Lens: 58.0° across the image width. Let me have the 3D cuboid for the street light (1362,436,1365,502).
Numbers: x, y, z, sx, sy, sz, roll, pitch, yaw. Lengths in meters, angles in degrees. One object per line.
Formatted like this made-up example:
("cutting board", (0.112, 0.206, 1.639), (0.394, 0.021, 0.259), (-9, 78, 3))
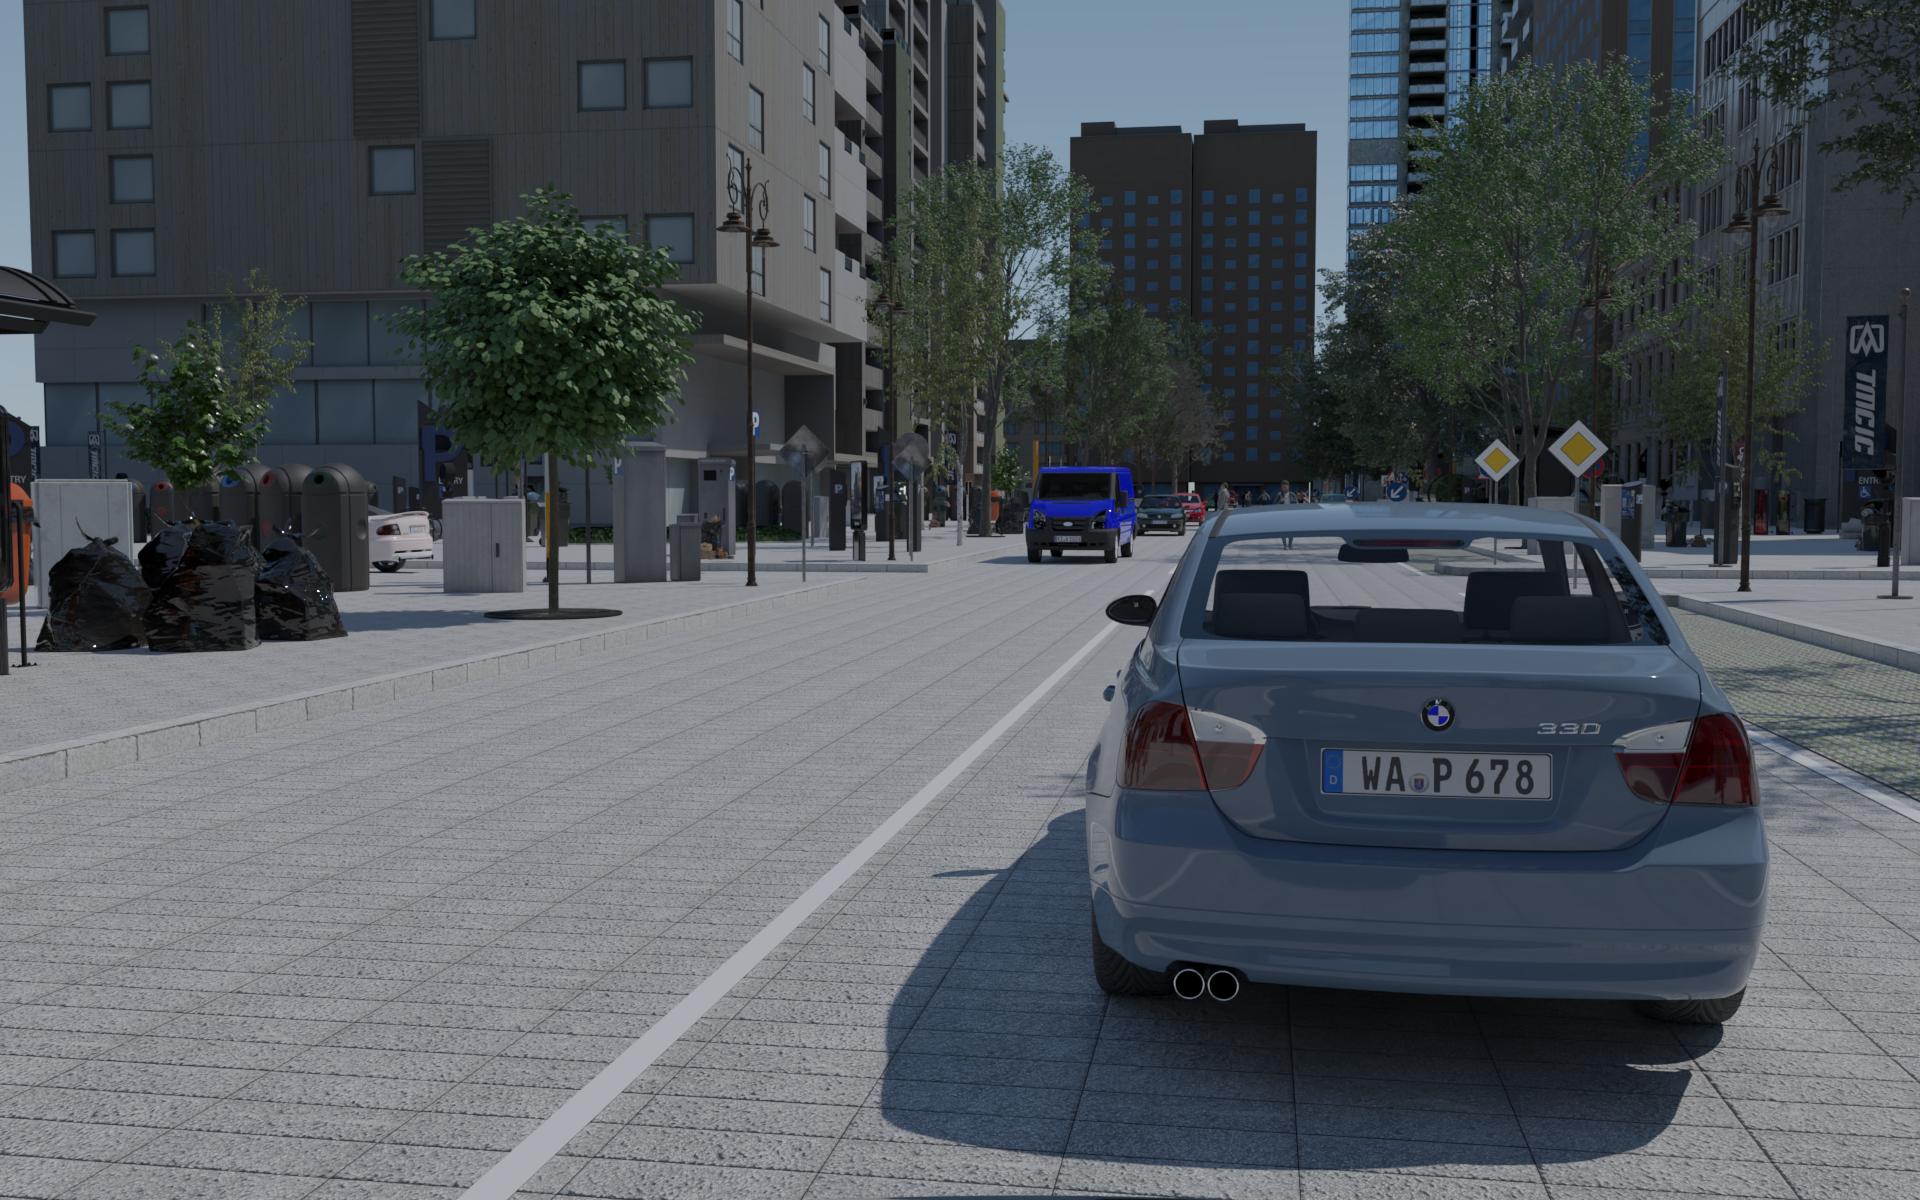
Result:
("street light", (24.269, -8.035, 104.158), (0.468, 5.910, 1.993), (1, 4, 10))

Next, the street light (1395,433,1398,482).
("street light", (20.214, -6.572, 80.240), (0.468, 5.910, 1.993), (1, 4, 10))

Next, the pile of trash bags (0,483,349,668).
("pile of trash bags", (-6.778, -0.276, 14.263), (1.912, 1.369, 3.447), (1, 4, 17))

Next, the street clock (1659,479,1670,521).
("street clock", (33.511, -4.764, 82.454), (0.471, 2.002, 0.358), (1, 4, 15))

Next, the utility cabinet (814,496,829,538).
("utility cabinet", (-4.132, -2.465, 51.459), (0.306, 1.237, 1.020), (1, 4, 15))

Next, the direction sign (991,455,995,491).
("direction sign", (1.939, -6.692, 101.403), (0.379, 3.537, 0.876), (-1, 4, -14))

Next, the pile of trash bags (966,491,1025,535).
("pile of trash bags", (1.112, -2.784, 55.275), (1.912, 1.369, 3.447), (0, 4, 2))

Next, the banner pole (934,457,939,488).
("banner pole", (-1.283, -6.835, 101.766), (0.401, 3.779, 0.863), (-3, 5, -41))

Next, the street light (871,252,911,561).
("street light", (-1.319, -3.702, 33.308), (0.468, 5.910, 1.993), (1, 4, 10))

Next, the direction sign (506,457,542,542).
("direction sign", (-11.536, -3.304, 46.010), (0.876, 3.537, 0.379), (-2, 4, -28))

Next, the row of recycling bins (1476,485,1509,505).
("row of recycling bins", (22.519, -4.213, 76.000), (3.534, 1.692, 1.069), (1, 4, 17))

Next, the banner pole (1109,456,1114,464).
("banner pole", (9.100, -6.982, 104.170), (0.401, 3.779, 0.863), (-1, 4, -17))

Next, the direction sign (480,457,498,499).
("direction sign", (-13.225, -3.513, 49.430), (0.876, 3.537, 0.379), (-1, 4, -11))

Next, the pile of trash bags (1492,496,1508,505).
("pile of trash bags", (21.762, -3.606, 68.711), (3.447, 1.369, 1.912), (0, 4, -6))

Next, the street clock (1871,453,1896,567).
("street clock", (16.262, -1.582, 30.437), (0.471, 2.002, 0.358), (2, 4, 34))

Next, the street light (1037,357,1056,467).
("street light", (2.840, -5.154, 57.054), (0.468, 5.910, 1.993), (1, 4, 10))

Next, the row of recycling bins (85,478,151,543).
("row of recycling bins", (-21.391, -2.351, 45.549), (3.534, 1.692, 1.069), (-1, 4, -17))

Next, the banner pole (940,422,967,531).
("banner pole", (-0.171, -4.278, 59.957), (0.863, 3.779, 0.401), (-1, 4, -18))

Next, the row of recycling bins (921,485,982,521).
("row of recycling bins", (-0.550, -4.651, 83.160), (3.534, 1.692, 1.069), (0, 4, 7))

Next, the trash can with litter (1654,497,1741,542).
("trash can with litter", (19.980, -2.196, 46.956), (2.233, 1.210, 1.678), (3, 4, 39))

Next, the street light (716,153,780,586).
("street light", (-2.905, -3.130, 23.964), (0.468, 5.910, 1.993), (1, 4, 10))

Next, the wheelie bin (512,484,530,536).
("wheelie bin", (-13.171, -2.729, 52.524), (0.980, 1.594, 0.693), (1, 4, 14))

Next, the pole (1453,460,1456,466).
("pole", (29.706, -6.751, 104.225), (0.158, 3.312, 0.155), (0, 3, 0))

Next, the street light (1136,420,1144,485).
("street light", (10.982, -8.098, 105.184), (0.468, 5.910, 1.993), (1, 4, 10))

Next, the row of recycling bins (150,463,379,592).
("row of recycling bins", (-9.425, -1.012, 23.666), (3.534, 1.692, 1.069), (2, 4, 31))

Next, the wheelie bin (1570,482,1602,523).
("wheelie bin", (16.117, -2.241, 44.542), (0.980, 1.594, 0.693), (-3, 5, -42))

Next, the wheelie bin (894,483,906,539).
("wheelie bin", (-1.612, -2.522, 49.142), (0.980, 1.594, 0.693), (-3, 4, -37))

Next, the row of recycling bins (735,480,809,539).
("row of recycling bins", (-5.937, -2.631, 50.126), (3.534, 1.692, 1.069), (2, 4, 26))

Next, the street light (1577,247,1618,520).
("street light", (11.972, -3.662, 32.665), (0.468, 5.910, 1.993), (1, 4, 10))

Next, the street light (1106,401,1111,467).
("street light", (6.903, -6.631, 81.201), (0.468, 5.910, 1.993), (1, 4, 10))

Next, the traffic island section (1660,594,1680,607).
("traffic island section", (8.340, -0.071, 23.438), (2.009, 0.180, 2.903), (1, 4, 10))

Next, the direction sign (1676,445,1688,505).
("direction sign", (33.749, -5.444, 80.998), (0.379, 3.537, 0.876), (-1, 4, -12))

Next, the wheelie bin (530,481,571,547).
("wheelie bin", (-9.887, -2.099, 42.229), (0.693, 1.594, 0.980), (-3, 4, -37))

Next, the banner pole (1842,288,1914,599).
("banner pole", (11.278, -1.911, 21.262), (0.863, 3.779, 0.401), (2, 4, 28))

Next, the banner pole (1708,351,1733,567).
("banner pole", (13.439, -2.483, 30.609), (0.401, 3.779, 0.863), (1, 4, 12))

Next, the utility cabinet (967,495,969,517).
("utility cabinet", (0.042, -5.125, 94.955), (0.306, 1.237, 1.020), (3, 4, 39))

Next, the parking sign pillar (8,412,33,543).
("parking sign pillar", (-25.132, -3.489, 45.514), (1.447, 3.967, 1.447), (-2, 4, -29))

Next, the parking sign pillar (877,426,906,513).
("parking sign pillar", (-2.625, -4.930, 69.072), (1.447, 3.967, 1.447), (-2, 4, -30))

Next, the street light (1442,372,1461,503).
("street light", (15.994, -5.116, 56.435), (0.468, 5.910, 1.993), (1, 4, 10))

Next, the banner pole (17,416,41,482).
("banner pole", (-30.052, -4.027, 55.861), (0.863, 3.779, 0.401), (0, 4, -5))

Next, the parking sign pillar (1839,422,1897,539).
("parking sign pillar", (26.020, -3.736, 49.562), (1.447, 3.967, 1.447), (-2, 4, -34))

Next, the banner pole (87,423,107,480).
("banner pole", (-30.187, -4.328, 60.775), (0.863, 3.779, 0.401), (0, 4, 5))

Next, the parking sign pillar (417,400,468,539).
("parking sign pillar", (-14.818, -3.742, 49.660), (1.447, 3.967, 1.447), (-2, 4, -29))

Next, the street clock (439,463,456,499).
("street clock", (-11.958, -2.194, 40.448), (0.358, 2.002, 0.471), (-3, 4, -36))

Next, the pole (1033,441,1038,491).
("pole", (2.891, -4.424, 66.169), (0.158, 3.312, 0.155), (0, 3, 0))

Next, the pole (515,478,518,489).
("pole", (-13.862, -3.697, 54.285), (0.158, 3.312, 0.155), (0, 3, 0))

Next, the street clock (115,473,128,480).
("street clock", (-28.729, -3.354, 59.415), (0.471, 2.002, 0.358), (3, 5, 39))

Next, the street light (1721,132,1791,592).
("street light", (10.325, -3.048, 22.616), (0.468, 5.910, 1.993), (1, 4, 10))
